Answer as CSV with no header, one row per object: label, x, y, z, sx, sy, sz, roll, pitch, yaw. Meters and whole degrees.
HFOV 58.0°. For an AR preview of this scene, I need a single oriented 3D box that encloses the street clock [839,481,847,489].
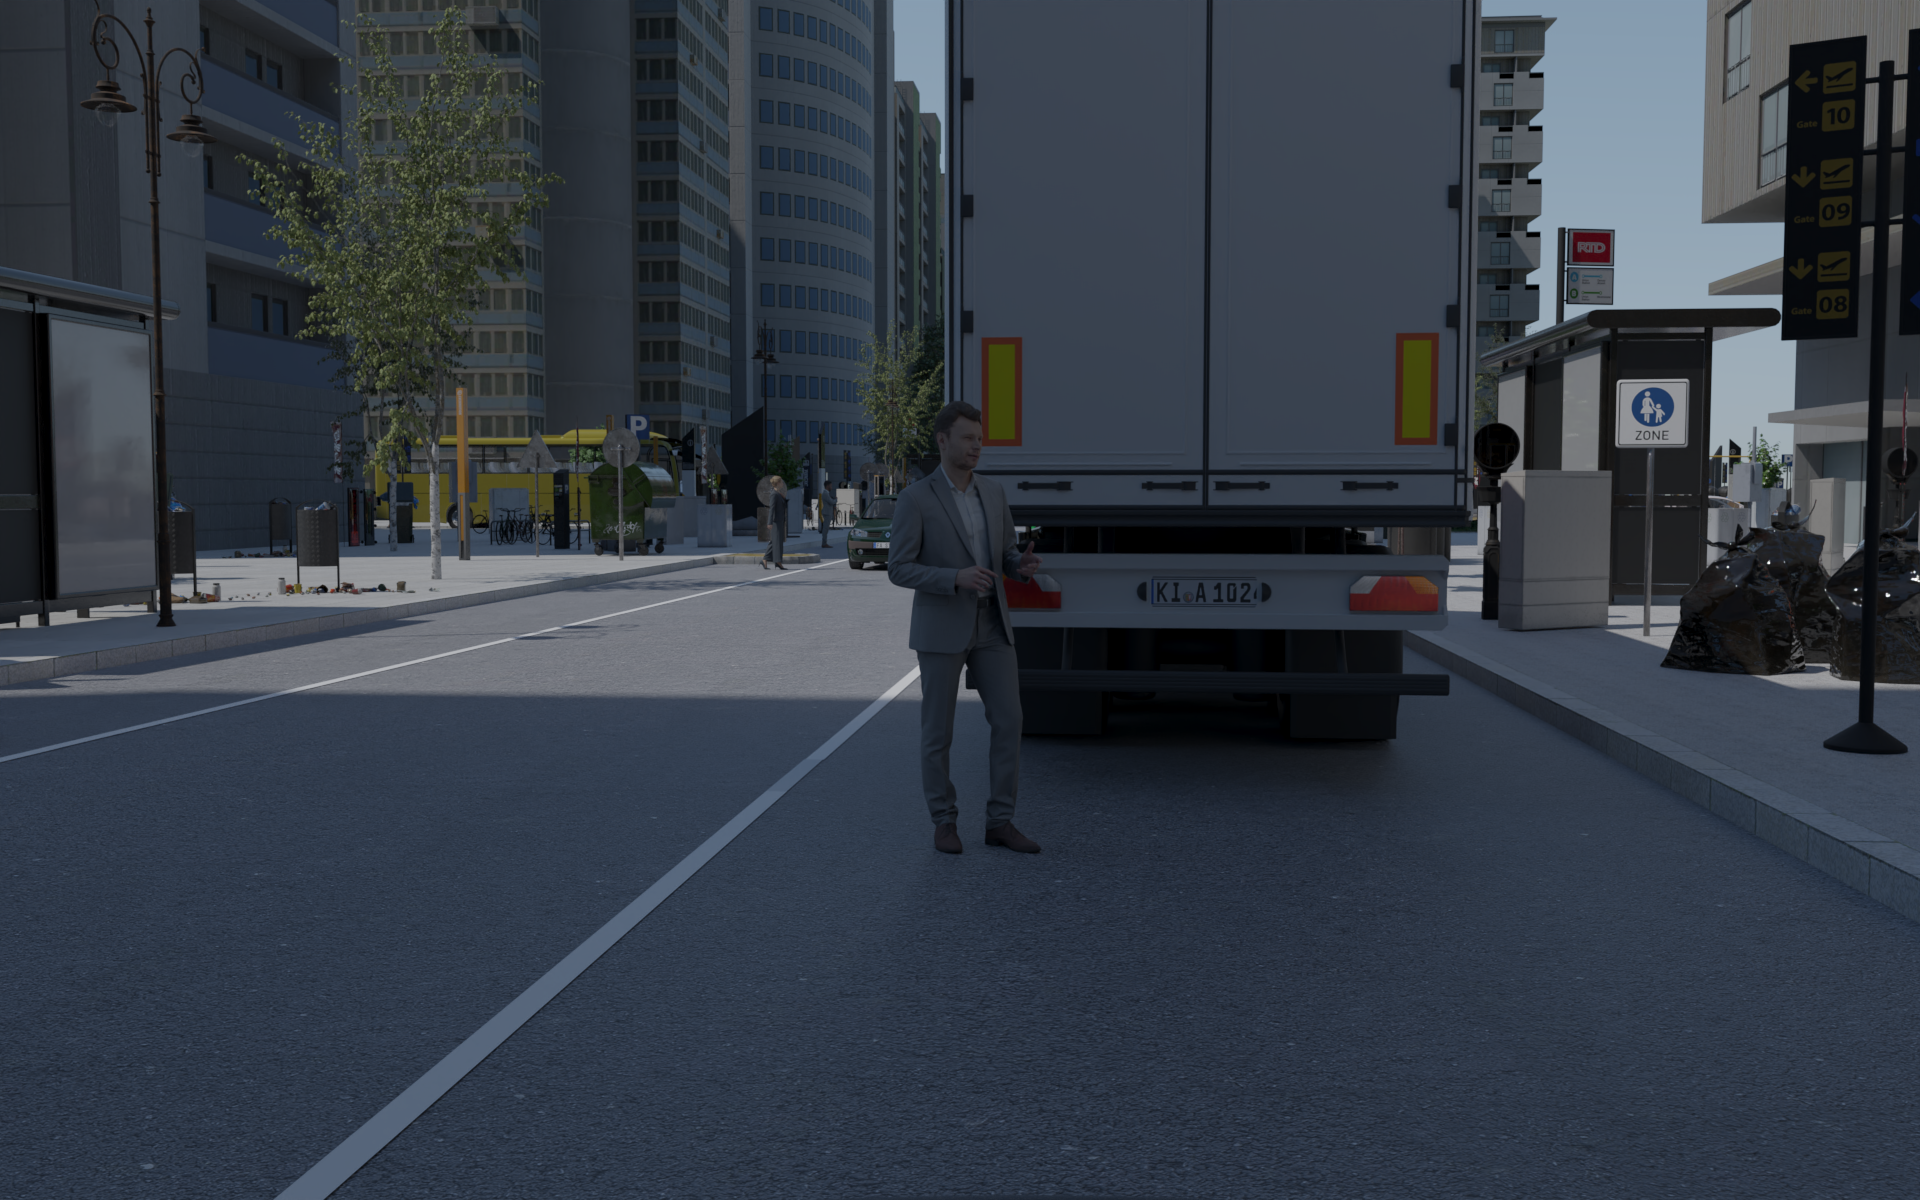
street clock,-6.708,-5.795,99.310,0.471,2.002,0.358,-3,4,-38

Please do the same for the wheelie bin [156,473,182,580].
wheelie bin,-12.133,-1.101,25.918,0.980,1.594,0.693,-1,4,-14

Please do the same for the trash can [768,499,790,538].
trash can,-5.092,-2.234,48.185,0.748,1.137,0.748,0,3,0

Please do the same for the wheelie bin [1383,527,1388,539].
wheelie bin,12.121,-2.548,49.560,0.980,1.594,0.693,2,4,31

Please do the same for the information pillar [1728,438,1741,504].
information pillar,32.596,-4.990,72.944,0.504,3.616,0.183,1,4,9

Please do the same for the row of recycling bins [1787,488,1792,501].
row of recycling bins,50.071,-5.775,101.535,3.534,1.692,1.069,-1,4,-17

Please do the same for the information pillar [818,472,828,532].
information pillar,-4.644,-3.309,58.601,0.304,2.012,0.304,0,4,3

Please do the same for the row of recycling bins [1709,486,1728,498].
row of recycling bins,37.771,-4.849,86.392,3.534,1.692,1.069,-1,4,-16

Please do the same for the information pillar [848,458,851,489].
information pillar,-7.191,-7.381,112.026,0.183,3.616,0.504,-2,4,-33

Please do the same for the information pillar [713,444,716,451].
information pillar,-11.454,-5.450,80.464,0.183,3.616,0.504,-2,4,-26

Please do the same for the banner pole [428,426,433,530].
banner pole,-18.856,-4.392,61.831,0.401,3.779,0.863,0,4,-2

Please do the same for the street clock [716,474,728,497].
street clock,-7.103,-2.881,51.672,0.358,2.002,0.471,-2,4,-25

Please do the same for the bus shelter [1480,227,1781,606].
bus shelter,8.585,-2.827,23.857,2.179,5.291,8.768,0,4,5

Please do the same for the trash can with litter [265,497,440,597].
trash can with litter,-7.937,-0.696,22.435,2.233,1.210,1.678,0,4,-8

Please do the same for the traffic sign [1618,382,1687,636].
traffic sign,6.194,-0.821,15.560,0.606,2.300,0.079,1,4,12

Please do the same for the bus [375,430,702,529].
bus,-16.152,-4.610,66.923,12.252,3.916,2.896,0,4,4

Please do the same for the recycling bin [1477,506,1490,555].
recycling bin,11.321,-1.449,36.253,0.722,1.027,0.722,-1,4,-9

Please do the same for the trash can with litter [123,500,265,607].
trash can with litter,-9.685,-0.577,20.498,2.233,1.210,1.678,0,4,-4

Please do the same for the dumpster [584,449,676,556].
dumpster,-6.978,-2.087,36.624,1.502,2.255,1.985,0,4,5

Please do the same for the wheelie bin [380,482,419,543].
wheelie bin,-14.642,-2.284,45.249,0.980,1.594,0.693,-1,4,-18

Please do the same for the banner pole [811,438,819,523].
banner pole,-6.258,-5.357,77.604,0.401,3.779,0.863,-1,4,-21

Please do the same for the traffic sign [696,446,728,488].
traffic sign,-6.656,-2.845,46.514,0.884,2.594,0.081,0,4,6

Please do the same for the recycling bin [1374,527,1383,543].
recycling bin,10.747,-2.022,45.622,0.722,1.027,0.722,0,4,7

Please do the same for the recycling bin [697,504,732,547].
recycling bin,-5.939,-1.798,41.946,0.722,1.027,0.722,0,4,4

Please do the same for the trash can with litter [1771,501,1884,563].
trash can with litter,8.404,-0.382,17.305,1.678,1.210,2.233,2,4,33

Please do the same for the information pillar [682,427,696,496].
information pillar,-9.458,-4.229,60.504,0.504,3.616,0.183,1,4,15

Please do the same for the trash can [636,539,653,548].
trash can,-7.682,-1.830,41.570,0.748,1.137,0.748,0,3,0

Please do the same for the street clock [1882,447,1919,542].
street clock,14.546,-1.363,26.859,0.471,2.002,0.358,0,4,5

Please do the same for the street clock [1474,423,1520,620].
street clock,5.442,-0.801,17.670,0.471,2.002,0.358,1,4,11

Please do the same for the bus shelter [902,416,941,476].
bus shelter,-1.639,-6.996,92.009,2.179,5.291,8.768,0,4,6

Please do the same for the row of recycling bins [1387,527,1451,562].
row of recycling bins,8.677,-1.553,32.508,1.069,1.692,3.534,1,4,21

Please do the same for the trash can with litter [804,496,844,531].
trash can with litter,-4.920,-3.082,61.447,1.678,1.210,2.233,2,4,27

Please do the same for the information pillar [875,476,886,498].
information pillar,-3.181,-3.924,68.642,0.304,2.012,0.304,-2,4,-31

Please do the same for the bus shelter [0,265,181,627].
bus shelter,-9.880,-2.250,14.412,2.179,5.291,8.768,0,4,5

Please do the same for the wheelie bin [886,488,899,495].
wheelie bin,-3.221,-4.615,83.360,0.693,1.594,0.980,-2,4,-30

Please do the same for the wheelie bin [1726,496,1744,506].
wheelie bin,38.007,-4.697,84.701,0.980,1.594,0.693,1,4,14

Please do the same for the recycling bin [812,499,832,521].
recycling bin,-6.617,-4.303,82.915,0.722,1.027,0.722,-2,4,-33

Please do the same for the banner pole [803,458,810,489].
banner pole,-9.283,-7.111,106.280,0.863,3.779,0.401,-1,4,-12

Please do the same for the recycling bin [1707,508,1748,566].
recycling bin,13.536,-1.125,30.945,0.722,1.027,0.722,-1,4,-18

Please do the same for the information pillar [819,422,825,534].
information pillar,-4.457,-3.955,56.019,0.183,3.616,0.504,1,4,10

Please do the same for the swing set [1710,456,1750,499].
swing set,31.026,-4.476,70.796,3.119,2.851,2.862,-1,4,-12
